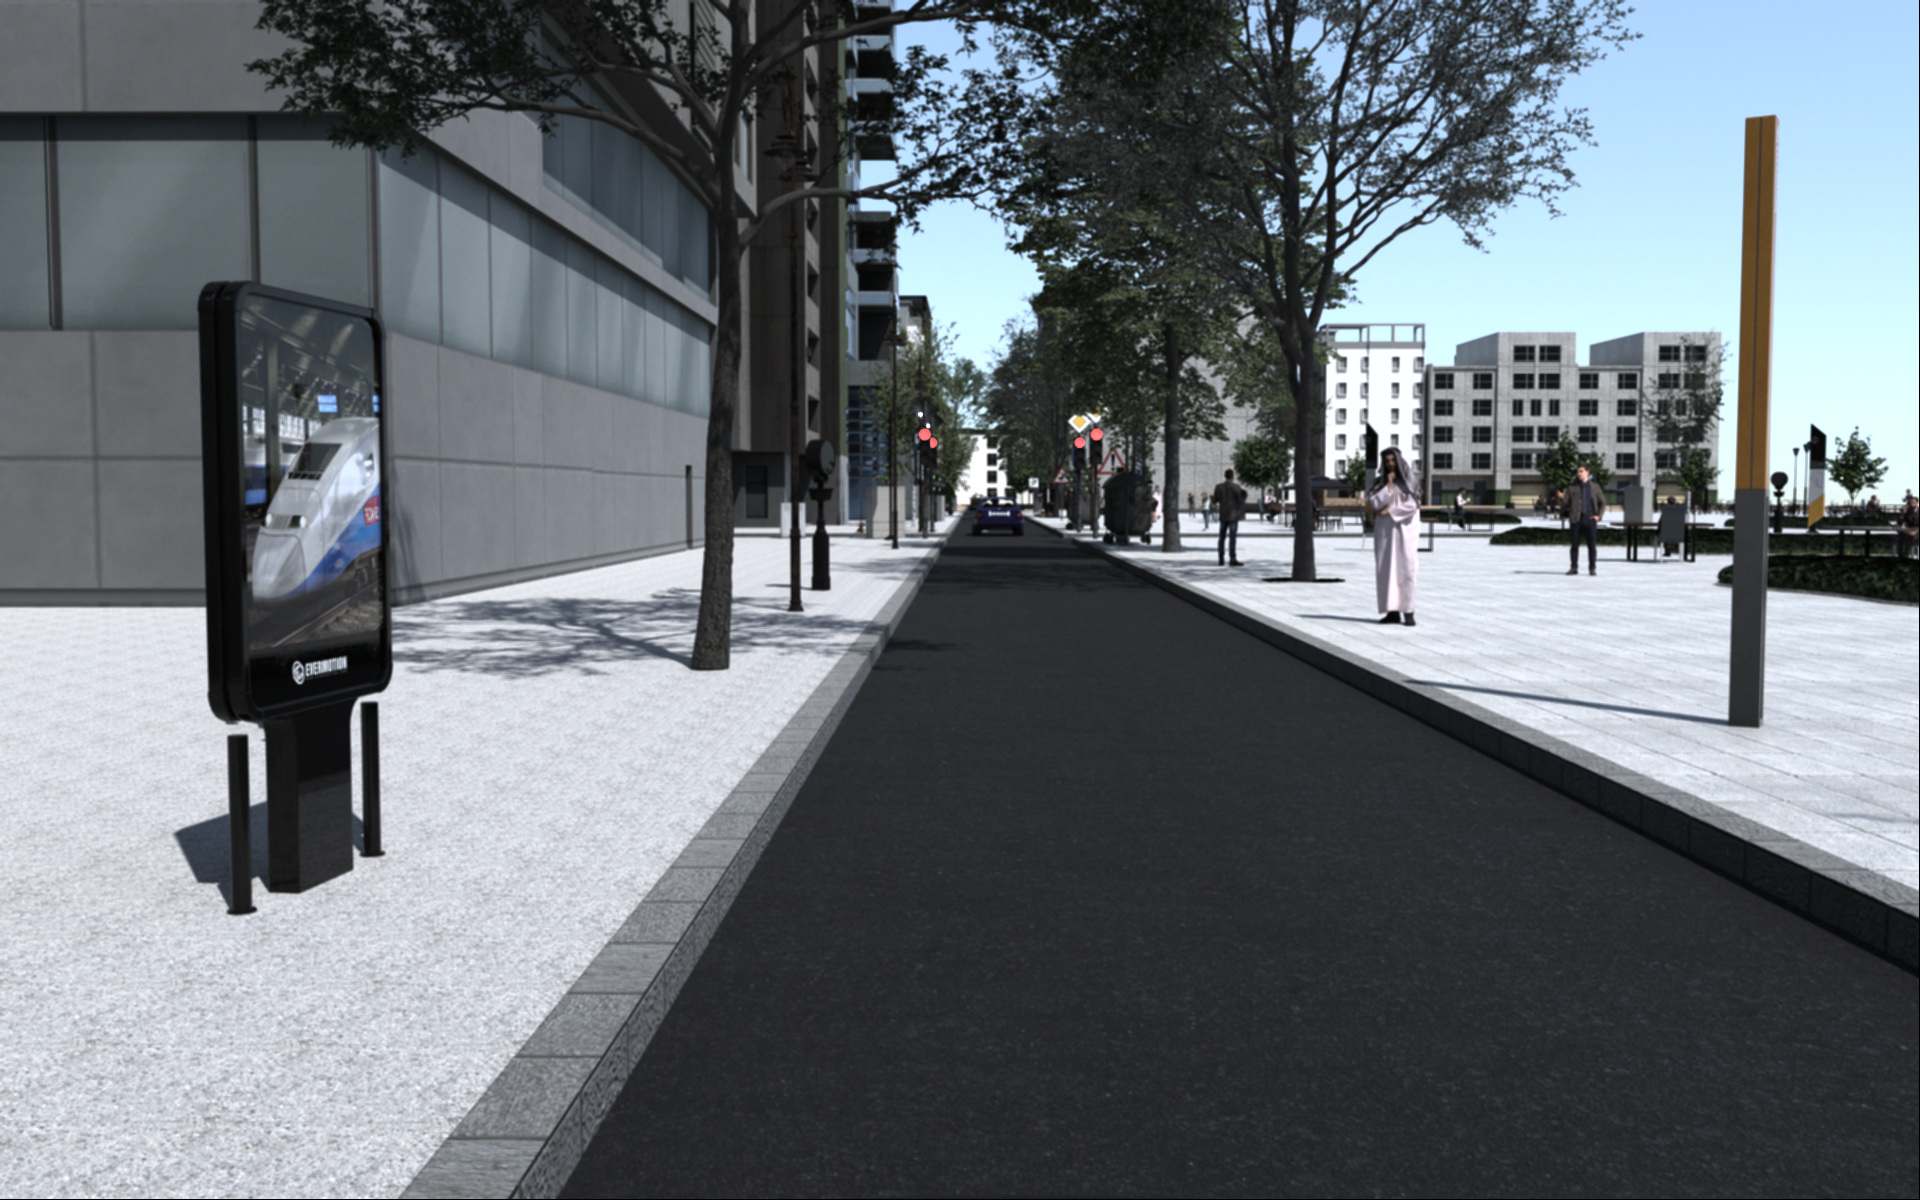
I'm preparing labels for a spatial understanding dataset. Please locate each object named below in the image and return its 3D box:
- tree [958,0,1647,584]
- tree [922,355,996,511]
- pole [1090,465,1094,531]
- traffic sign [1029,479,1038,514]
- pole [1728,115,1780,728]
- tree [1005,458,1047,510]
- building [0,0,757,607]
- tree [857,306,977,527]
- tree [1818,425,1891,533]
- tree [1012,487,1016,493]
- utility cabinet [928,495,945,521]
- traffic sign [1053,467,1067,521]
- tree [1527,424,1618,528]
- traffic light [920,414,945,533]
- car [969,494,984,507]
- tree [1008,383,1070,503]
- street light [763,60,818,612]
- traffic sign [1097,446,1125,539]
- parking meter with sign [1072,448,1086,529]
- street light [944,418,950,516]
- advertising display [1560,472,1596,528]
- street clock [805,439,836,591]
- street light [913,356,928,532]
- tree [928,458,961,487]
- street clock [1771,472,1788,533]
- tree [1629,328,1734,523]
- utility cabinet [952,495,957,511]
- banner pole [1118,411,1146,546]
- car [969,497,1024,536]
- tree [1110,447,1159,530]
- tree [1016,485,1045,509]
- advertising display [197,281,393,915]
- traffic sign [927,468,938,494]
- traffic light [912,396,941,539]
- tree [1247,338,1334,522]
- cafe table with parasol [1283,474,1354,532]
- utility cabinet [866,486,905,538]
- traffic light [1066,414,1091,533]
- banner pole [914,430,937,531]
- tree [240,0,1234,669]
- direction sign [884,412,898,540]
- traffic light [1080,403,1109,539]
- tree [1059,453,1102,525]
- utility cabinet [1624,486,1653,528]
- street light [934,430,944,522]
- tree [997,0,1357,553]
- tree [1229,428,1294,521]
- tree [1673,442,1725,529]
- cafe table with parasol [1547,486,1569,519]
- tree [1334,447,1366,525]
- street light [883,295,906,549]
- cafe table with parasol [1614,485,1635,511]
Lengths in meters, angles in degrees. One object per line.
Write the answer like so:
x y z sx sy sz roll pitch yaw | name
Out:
4.961 -7.017 25.099 12.009 13.543 11.850 0 3 0 | tree
-0.788 -12.415 128.748 9.928 11.665 9.643 0 3 0 | tree
4.617 -4.036 59.832 0.158 3.312 0.155 0 3 0 | pole
4.761 -6.710 111.831 0.606 2.300 0.079 0 4 3 | traffic sign
4.356 -0.958 9.499 0.158 3.312 0.155 0 3 0 | pole
5.845 -10.822 160.648 4.285 4.588 4.351 0 3 0 | tree
-18.497 -27.077 31.955 27.495 52.752 28.713 0 4 1 | building
-1.894 -7.210 68.251 4.737 8.622 4.395 0 3 0 | tree
25.069 -3.286 48.334 1.663 3.219 1.824 0 3 0 | tree
7.031 -12.742 202.939 1.663 3.219 1.824 0 3 0 | tree
-1.174 -4.313 81.687 1.020 1.237 0.306 3 5 40 | utility cabinet
4.858 -5.053 82.621 0.884 2.594 0.081 0 4 1 | traffic sign
16.762 -3.249 47.724 1.663 3.219 1.824 0 3 0 | tree
-0.910 -4.208 57.723 0.839 4.253 0.868 0 4 1 | traffic light
2.014 -11.295 194.889 2.015 1.641 3.980 0 4 0 | car
5.195 -9.537 106.296 4.360 8.622 3.978 0 3 0 | tree
-1.798 -2.813 18.781 0.468 5.910 1.993 0 4 1 | street light
4.139 -2.866 46.857 0.884 2.594 0.081 1 4 9 | traffic sign
4.430 -4.207 65.051 0.543 3.016 1.738 0 4 6 | parking meter with sign
-0.919 -7.871 101.482 0.468 5.910 1.993 0 4 1 | street light
17.789 -2.731 49.862 0.974 1.923 0.123 3 5 41 | advertising display
-1.853 -1.130 23.041 0.358 2.002 0.471 1 4 21 | street clock
-1.331 -5.210 57.971 0.468 5.910 1.993 0 4 1 | street light
-1.504 -10.242 151.168 4.285 4.588 4.351 0 3 0 | tree
26.838 -3.193 56.775 0.358 2.002 0.471 -2 4 -34 | street clock
32.332 -7.746 77.007 4.360 8.622 3.978 0 3 0 | tree
-0.504 -7.442 132.845 0.306 1.237 1.020 1 4 15 | utility cabinet
4.334 -3.251 43.166 0.863 3.779 0.401 -2 4 -35 | banner pole
1.299 -2.931 60.501 1.945 1.354 3.894 0 4 -1 | car
6.354 -4.145 62.372 1.663 3.219 1.824 0 3 0 | tree
6.267 -9.456 149.207 1.663 3.219 1.824 0 3 0 | tree
-2.147 -0.029 5.684 0.123 1.923 0.974 0 4 8 | advertising display
-1.209 -3.914 64.103 0.768 2.556 0.104 0 4 8 | traffic sign
-0.982 -3.720 49.738 0.839 4.253 0.868 0 4 1 | traffic light
14.828 -7.869 79.018 4.360 8.622 3.978 0 3 0 | tree
12.388 -3.372 59.998 2.610 1.966 2.610 -3 5 -43 | cafe table with parasol
-2.152 -2.523 49.935 1.173 1.500 0.318 -3 4 -36 | utility cabinet
3.952 -4.206 57.695 0.839 4.253 0.868 0 4 1 | traffic light
-1.207 -4.260 59.667 0.863 3.779 0.401 -1 4 -19 | banner pole
-1.490 -4.773 12.445 7.601 10.594 8.767 -1 4 -12 | tree
-1.935 -3.448 48.373 0.379 3.537 0.876 0 4 -6 | direction sign
3.879 -3.718 49.710 0.839 4.253 0.868 0 4 1 | traffic light
5.049 -4.673 71.010 1.663 3.219 1.824 0 3 0 | tree
19.601 -2.529 50.031 0.318 1.500 1.173 0 4 -5 | utility cabinet
-1.117 -6.507 79.180 0.468 5.910 1.993 0 4 1 | street light
4.614 -7.290 37.323 7.486 12.596 7.792 0 3 0 | tree
14.615 -6.135 84.024 4.285 4.588 4.351 0 3 0 | tree
27.064 -4.239 63.915 1.663 3.219 1.824 0 3 0 | tree
30.995 -5.118 88.548 2.610 1.966 2.610 -1 4 -16 | cafe table with parasol
16.380 -4.732 71.973 1.663 3.219 1.824 0 3 0 | tree
-1.519 -4.137 40.422 0.468 5.910 1.993 0 4 1 | street light
49.723 -7.535 128.062 2.610 1.966 2.610 3 5 43 | cafe table with parasol
